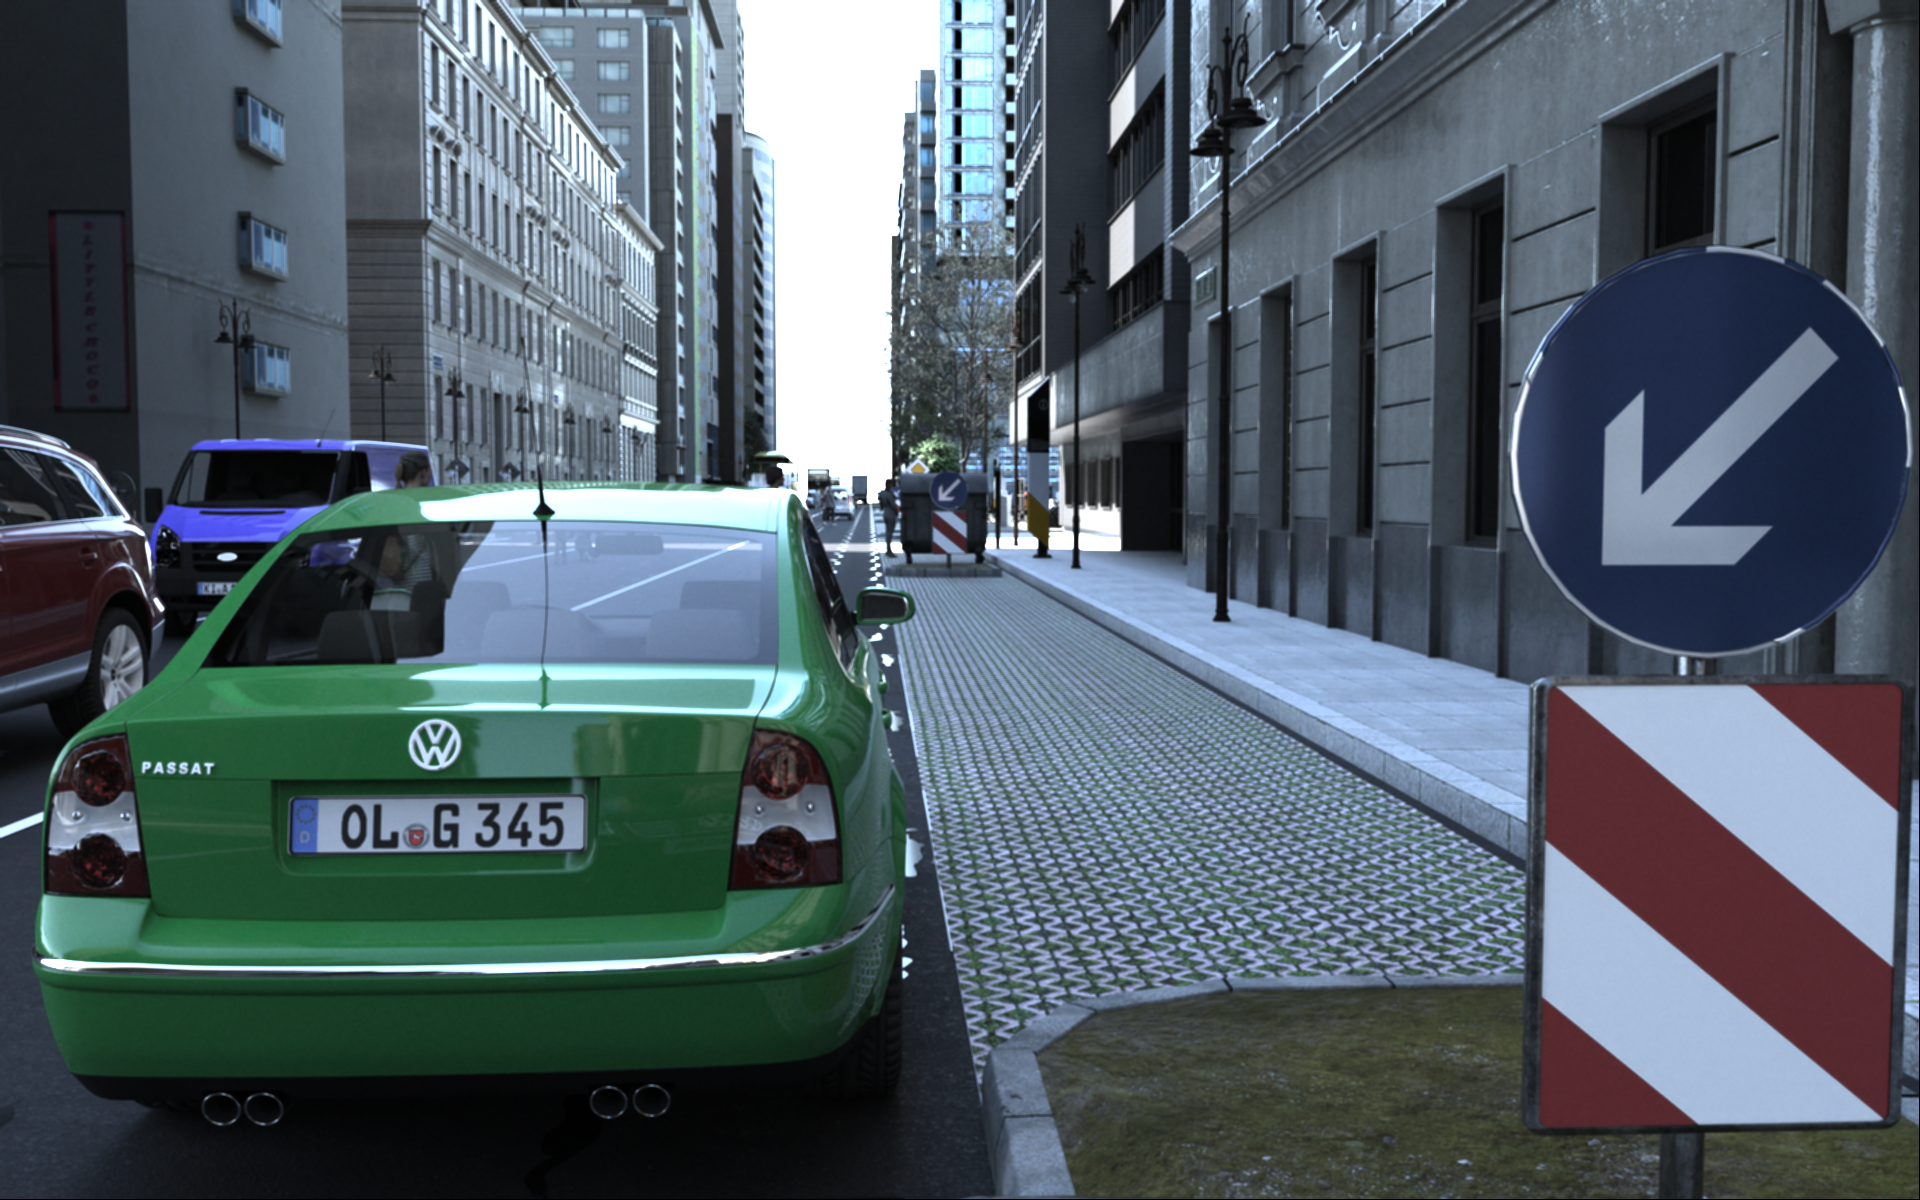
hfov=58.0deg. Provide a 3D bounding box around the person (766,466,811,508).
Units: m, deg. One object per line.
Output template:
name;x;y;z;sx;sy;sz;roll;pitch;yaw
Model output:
person;-2.021;-0.658;19.823;0.480;1.755;0.524;3;4;36

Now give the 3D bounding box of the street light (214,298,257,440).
street light;-17.112;-4.174;41.034;0.468;5.910;1.993;0;4;-3

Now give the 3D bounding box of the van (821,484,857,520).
van;-6.723;-5.438;95.918;2.013;2.044;4.112;0;4;-1

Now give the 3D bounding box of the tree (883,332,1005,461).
tree;-0.941;-10.150;100.357;7.601;10.594;8.767;0;4;-5

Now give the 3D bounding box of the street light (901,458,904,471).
street light;-5.551;-12.483;176.877;0.468;5.910;1.993;0;4;-3

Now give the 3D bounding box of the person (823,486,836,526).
person;-5.980;-4.282;78.688;0.709;1.800;0.728;3;5;40

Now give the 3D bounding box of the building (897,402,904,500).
building;4.218;-25.959;269.463;27.650;21.520;28.899;0;4;-3

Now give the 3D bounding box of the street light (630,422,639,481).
street light;-20.798;-8.458;111.079;0.468;5.910;1.993;0;4;-3

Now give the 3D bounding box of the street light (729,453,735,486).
street light;-24.786;-13.193;188.499;0.468;5.910;1.993;0;4;-3

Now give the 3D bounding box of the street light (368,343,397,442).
street light;-17.725;-4.923;53.279;0.468;5.910;1.993;0;4;-3

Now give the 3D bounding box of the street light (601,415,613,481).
street light;-20.138;-7.717;98.965;0.468;5.910;1.993;0;4;-3

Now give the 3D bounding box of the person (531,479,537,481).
person;-11.835;-2.464;48.588;0.655;1.846;0.447;2;4;34

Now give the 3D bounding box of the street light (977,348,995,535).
street light;0.815;-5.016;54.801;0.468;5.910;1.993;0;4;-3

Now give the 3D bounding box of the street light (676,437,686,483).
street light;-22.158;-10.157;138.858;0.468;5.910;1.993;0;4;-3

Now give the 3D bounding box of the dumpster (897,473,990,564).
dumpster;-0.337;-1.652;35.221;1.865;1.857;1.264;0;4;-1

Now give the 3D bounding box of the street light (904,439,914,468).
street light;-4.446;-10.984;152.374;0.468;5.910;1.993;0;4;-3

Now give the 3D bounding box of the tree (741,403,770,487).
tree;-27.066;-18.154;213.823;9.611;12.733;9.660;0;3;0

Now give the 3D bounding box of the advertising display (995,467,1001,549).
advertising display;0.900;-2.194;41.081;0.123;1.923;0.974;0;4;2

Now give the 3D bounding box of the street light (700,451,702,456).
street light;-22.850;-10.958;151.951;0.468;5.910;1.993;0;4;-3

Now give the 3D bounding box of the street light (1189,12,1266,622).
street light;2.642;-2.722;17.300;0.468;5.910;1.993;0;4;-3

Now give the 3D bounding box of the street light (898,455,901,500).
street light;-6.255;-13.223;188.989;0.468;5.910;1.993;0;4;-3

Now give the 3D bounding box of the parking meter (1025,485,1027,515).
parking meter;4.145;-6.195;106.996;0.255;1.863;0.399;2;4;25

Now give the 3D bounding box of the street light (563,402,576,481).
street light;-19.527;-6.976;86.849;0.468;5.910;1.993;0;4;-3

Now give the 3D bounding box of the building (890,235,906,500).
building;-4.691;-39.126;289.813;14.600;45.320;14.200;0;4;-3

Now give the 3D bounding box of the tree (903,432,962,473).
tree;-1.265;-6.586;91.397;4.285;4.588;4.351;0;3;0

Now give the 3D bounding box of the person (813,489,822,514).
person;-10.060;-6.945;122.157;0.635;1.810;0.391;-1;4;-15

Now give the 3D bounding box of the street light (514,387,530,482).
street light;-18.873;-6.235;74.735;0.468;5.910;1.993;0;4;-3

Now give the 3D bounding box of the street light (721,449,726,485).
street light;-24.155;-12.452;176.384;0.468;5.910;1.993;0;4;-3

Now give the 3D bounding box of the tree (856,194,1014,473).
tree;0.237;-9.831;71.110;12.009;13.543;11.850;0;3;0

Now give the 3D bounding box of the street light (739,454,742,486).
street light;-25.513;-13.979;201.343;0.468;5.910;1.993;0;4;-3

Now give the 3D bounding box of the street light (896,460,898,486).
street light;-6.877;-13.995;201.608;0.468;5.910;1.993;0;4;-3

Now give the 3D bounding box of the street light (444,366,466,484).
street light;-18.222;-5.494;62.621;0.468;5.910;1.993;0;4;-3

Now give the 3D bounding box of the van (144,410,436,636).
van;-7.274;-0.912;19.293;2.240;2.365;5.245;0;4;-4

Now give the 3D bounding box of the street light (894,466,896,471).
street light;-7.542;-14.736;213.722;0.468;5.910;1.993;0;4;-3

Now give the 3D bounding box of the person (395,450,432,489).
person;-3.325;-0.066;10.584;0.512;1.701;0.522;2;4;31

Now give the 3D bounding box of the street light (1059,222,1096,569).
street light;2.005;-3.484;29.747;0.468;5.910;1.993;0;4;-3

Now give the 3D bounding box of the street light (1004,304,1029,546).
street light;1.372;-4.252;42.313;0.468;5.910;1.993;0;4;-3

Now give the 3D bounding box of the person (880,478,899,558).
person;-1.509;-1.839;38.839;0.573;1.790;0.520;-3;5;-43

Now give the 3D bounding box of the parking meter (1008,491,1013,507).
parking meter;3.823;-7.555;131.939;0.372;1.533;0.369;0;3;0

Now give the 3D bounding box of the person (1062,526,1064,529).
person;3.909;-3.249;63.832;0.362;1.253;0.373;-1;4;-19

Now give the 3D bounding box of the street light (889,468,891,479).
street light;-9.966;-17.557;259.836;0.468;5.910;1.993;0;4;-3

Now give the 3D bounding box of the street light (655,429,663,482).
street light;-21.455;-9.212;123.400;0.468;5.910;1.993;0;4;-3

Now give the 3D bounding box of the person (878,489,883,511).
person;-6.667;-8.479;146.764;0.705;1.869;1.348;1;4;18

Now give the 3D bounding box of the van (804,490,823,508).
van;-14.998;-10.433;177.587;2.013;2.044;4.112;0;4;-1

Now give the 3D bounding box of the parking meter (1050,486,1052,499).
parking meter;6.175;-6.974;119.737;0.399;1.863;0.255;1;4;16

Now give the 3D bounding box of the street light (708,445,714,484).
street light;-23.555;-11.711;164.267;0.468;5.910;1.993;0;4;-3
